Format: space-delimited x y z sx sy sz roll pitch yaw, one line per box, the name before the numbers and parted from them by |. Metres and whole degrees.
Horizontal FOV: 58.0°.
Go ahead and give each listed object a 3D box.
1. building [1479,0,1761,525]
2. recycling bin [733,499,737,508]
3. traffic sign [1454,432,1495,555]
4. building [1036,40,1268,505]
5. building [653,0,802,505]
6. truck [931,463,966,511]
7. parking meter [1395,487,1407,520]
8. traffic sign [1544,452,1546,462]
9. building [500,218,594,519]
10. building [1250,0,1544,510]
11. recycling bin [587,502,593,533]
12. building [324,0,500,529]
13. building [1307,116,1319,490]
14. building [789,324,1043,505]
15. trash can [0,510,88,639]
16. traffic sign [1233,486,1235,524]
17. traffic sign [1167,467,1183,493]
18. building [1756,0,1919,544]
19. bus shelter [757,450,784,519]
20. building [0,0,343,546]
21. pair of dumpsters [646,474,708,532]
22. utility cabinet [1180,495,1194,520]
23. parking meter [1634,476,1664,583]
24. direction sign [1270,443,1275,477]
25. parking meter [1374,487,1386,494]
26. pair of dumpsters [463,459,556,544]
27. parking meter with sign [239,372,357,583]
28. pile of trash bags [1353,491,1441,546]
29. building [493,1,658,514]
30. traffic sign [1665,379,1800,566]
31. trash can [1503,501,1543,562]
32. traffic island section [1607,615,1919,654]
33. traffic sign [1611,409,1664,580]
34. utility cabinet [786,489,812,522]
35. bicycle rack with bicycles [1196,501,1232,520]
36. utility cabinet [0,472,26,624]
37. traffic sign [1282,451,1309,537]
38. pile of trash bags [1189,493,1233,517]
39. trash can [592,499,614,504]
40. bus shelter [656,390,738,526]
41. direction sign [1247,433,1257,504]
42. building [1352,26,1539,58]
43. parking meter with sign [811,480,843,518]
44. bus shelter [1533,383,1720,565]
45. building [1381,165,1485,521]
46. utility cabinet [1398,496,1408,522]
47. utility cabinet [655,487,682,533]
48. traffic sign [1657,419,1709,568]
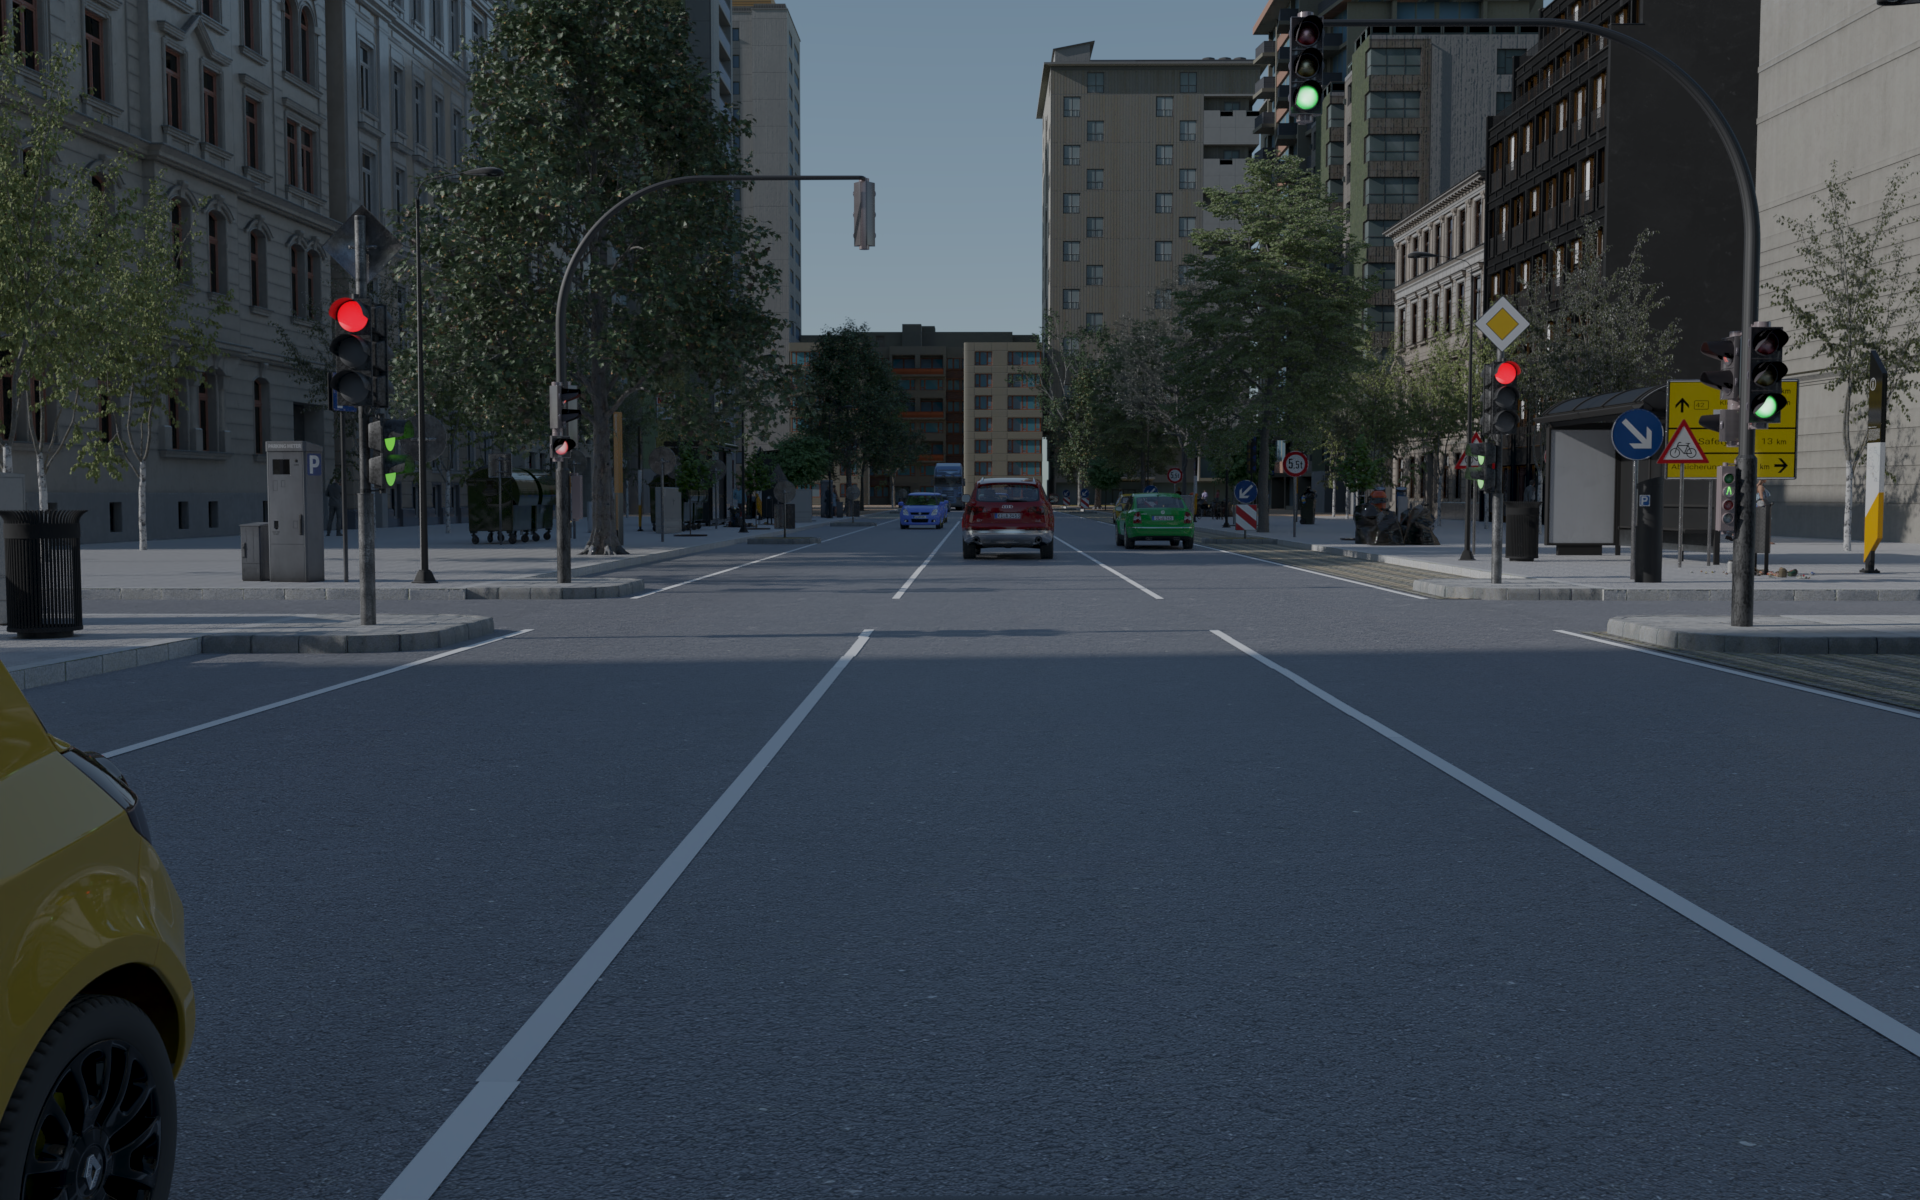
building | 30.190 -14.815 71.906 12.332 23.373 15.834 0 4 1
recycling bin | -11.069 -4.271 82.390 0.722 1.027 0.722 3 5 45
traffic sign | 10.846 -2.232 36.496 0.884 2.594 0.081 0 4 2
building | 23.378 -38.007 210.654 27.495 52.752 28.713 0 4 1
building | -33.433 -40.743 208.145 28.212 58.520 21.231 0 4 1
truck | -0.858 -10.232 157.047 2.967 4.110 18.799 0 4 1
parking meter | 14.975 -3.082 58.797 0.372 1.533 0.369 0 3 0
traffic sign | 14.260 -2.510 41.143 0.768 2.556 0.104 1 4 10
building | -25.764 -14.408 90.315 10.420 20.320 16.860 0 4 1
building | 36.592 -30.075 146.351 22.147 44.769 28.867 0 4 1
recycling bin | -12.031 -2.760 57.674 0.722 1.027 0.722 -1 4 -16
building | -27.982 -17.476 71.631 13.634 28.700 20.117 0 4 1
building | 32.139 -21.598 124.834 14.160 30.474 14.107 0 4 1
building | -4.849 -22.403 211.322 28.899 21.520 27.650 0 4 1
trash can | -8.213 -0.237 15.522 0.748 1.137 0.748 0 3 0
traffic sign | 11.584 -4.470 73.189 0.768 2.556 0.104 0 4 5
traffic sign | 10.254 -5.053 82.726 0.768 2.556 0.104 0 4 1
building | 46.237 -16.481 45.885 44.131 29.872 17.030 0 4 1
bus shelter | -9.519 -6.140 91.669 1.731 3.624 6.357 0 4 1
building | -28.448 -16.052 49.845 14.401 28.519 23.554 0 4 1
pair of dumpsters | -9.959 -3.578 61.000 1.574 2.255 4.437 0 4 1
utility cabinet | 10.942 -4.485 84.491 0.306 1.237 1.020 -3 5 -44
parking meter | 10.007 -1.024 25.148 0.372 1.533 0.369 0 3 0
direction sign | 13.565 -5.196 76.947 0.876 3.537 0.379 -1 4 -17
parking meter | 14.247 -3.082 58.796 0.372 1.533 0.369 0 3 0
pair of dumpsters | -11.934 -2.670 46.151 1.574 2.255 4.437 0 4 1
parking meter with sign | -9.711 -1.776 25.306 1.738 3.016 0.543 1 4 16
pile of trash bags | 11.063 -2.131 44.586 1.912 1.369 3.447 0 4 0
building | -27.085 -25.891 106.904 14.154 41.232 14.086 0 4 1
traffic sign | 13.673 -2.256 30.754 2.265 3.308 0.079 0 4 5
trash can | 10.734 -1.310 33.066 0.748 1.137 0.748 0 3 0
traffic island section | 7.609 0.332 16.845 2.009 0.180 2.903 0 4 1
traffic sign | 10.103 -1.579 25.923 0.768 2.556 0.104 0 4 2
utility cabinet | -7.245 -4.222 77.702 1.173 1.500 0.318 0 4 -1
bicycle rack with bicycles | 12.543 -4.531 87.467 2.852 0.926 2.925 2 4 25
utility cabinet | -9.686 -0.526 17.275 1.173 1.500 0.318 3 5 40
traffic sign | 9.926 -3.132 51.322 0.768 2.556 0.104 0 4 5
pile of trash bags | 13.963 -5.385 97.795 1.912 1.369 3.447 -2 4 -27
trash can | -10.533 -2.425 51.300 0.748 1.137 0.748 0 3 0
bus shelter | -10.643 -5.638 69.812 2.179 5.291 8.768 0 4 1
direction sign | 10.778 -4.405 64.024 0.379 3.537 0.876 -1 4 -12
building | 31.367 -20.704 110.204 14.160 30.474 14.107 0 4 1
parking meter with sign | -7.231 -5.984 94.096 1.738 3.016 0.543 0 4 -6
bus shelter | 13.001 -2.431 33.676 2.014 3.302 5.546 0 4 1
building | 29.365 -13.797 90.209 10.561 19.102 19.286 0 4 1
utility cabinet | 13.714 -2.597 53.621 0.306 1.237 1.020 1 4 13
utility cabinet | -9.471 -2.914 56.330 0.318 1.500 1.173 1 4 20
traffic sign | 12.554 -1.843 30.137 0.884 2.594 0.081 0 4 4
